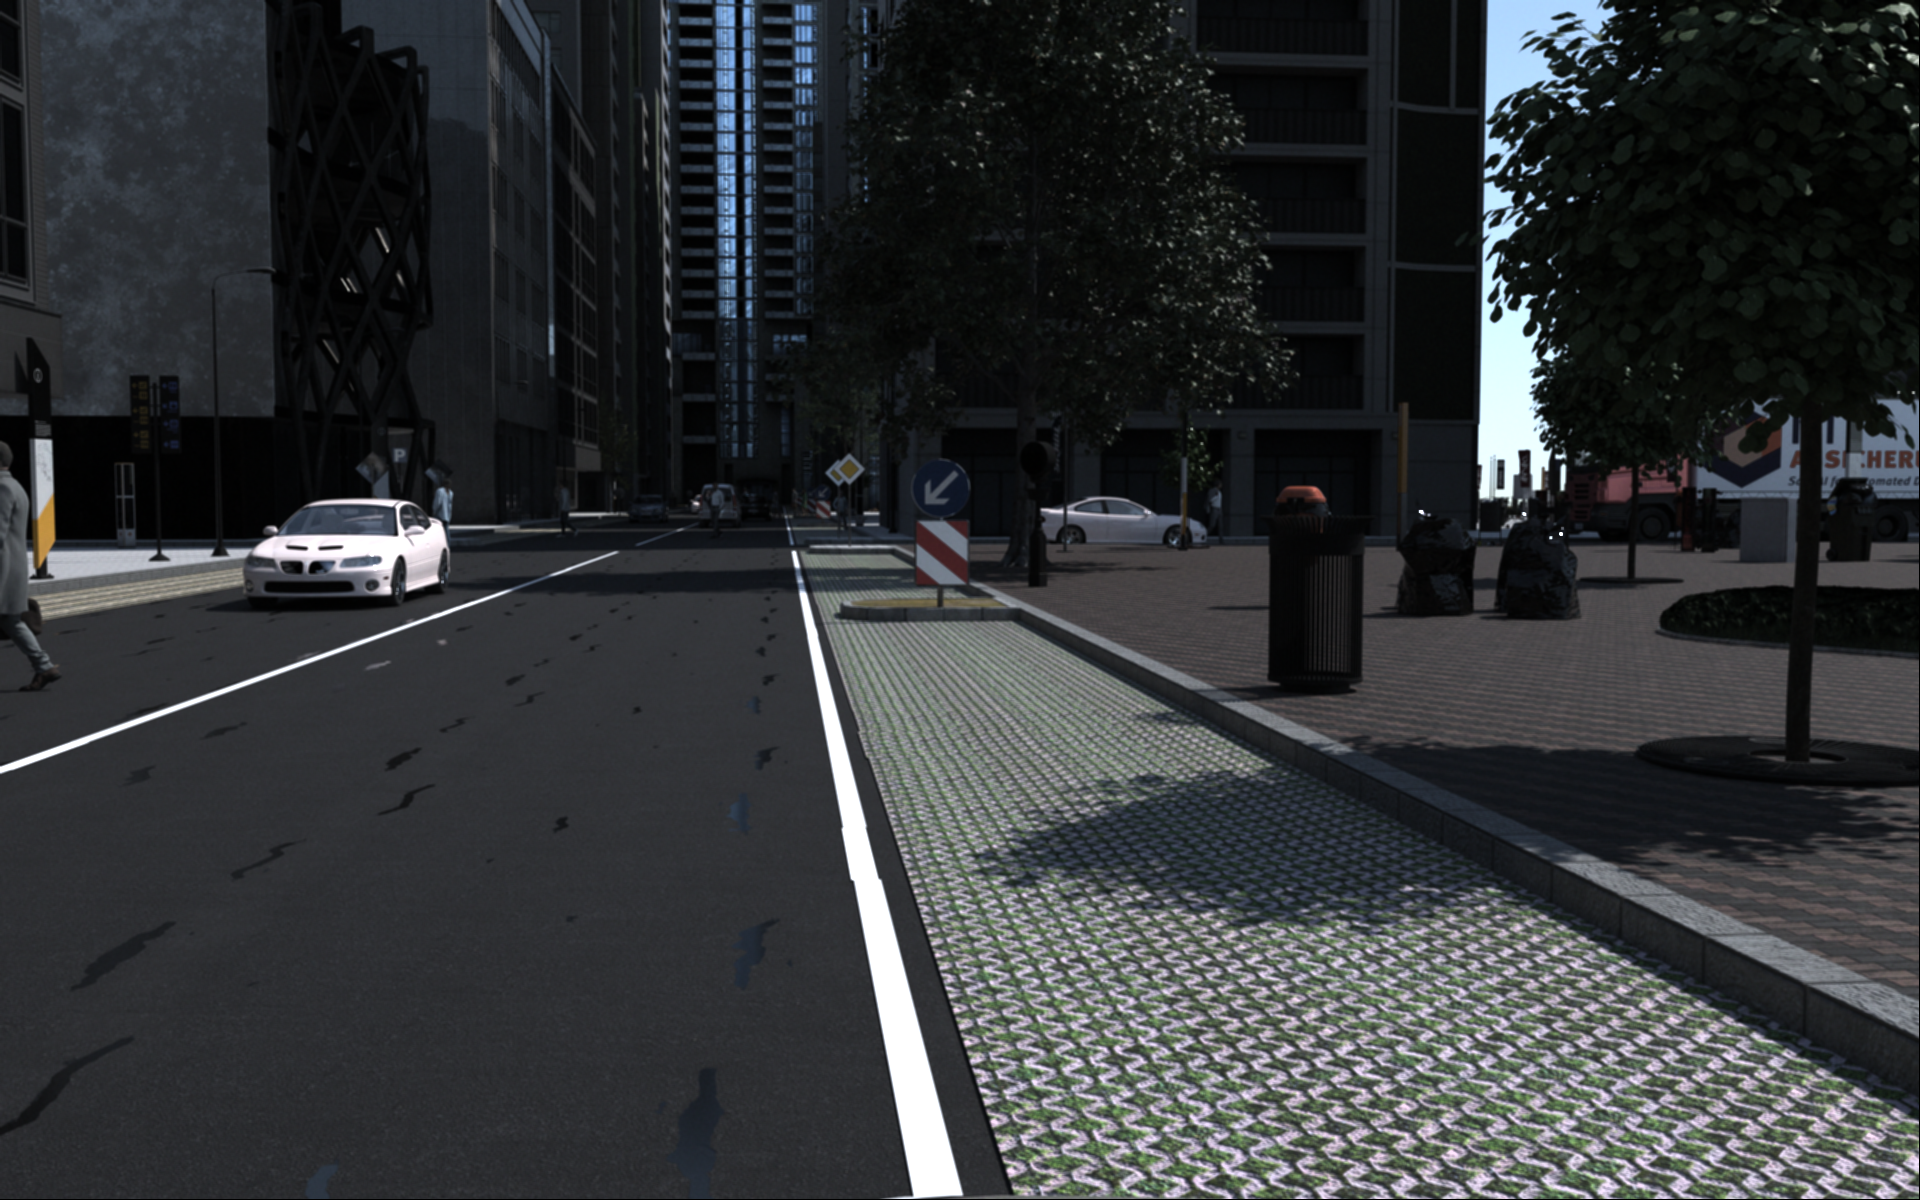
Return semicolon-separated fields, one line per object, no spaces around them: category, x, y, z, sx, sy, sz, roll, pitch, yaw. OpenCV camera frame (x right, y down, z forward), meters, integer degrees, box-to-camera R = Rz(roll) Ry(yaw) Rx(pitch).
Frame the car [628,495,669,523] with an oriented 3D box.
car;-15.615;-4.588;87.010;2.014;1.417;4.499;0;4;-6

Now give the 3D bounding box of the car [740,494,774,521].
car;-10.929;-5.040;92.192;2.009;1.686;4.222;0;4;-4

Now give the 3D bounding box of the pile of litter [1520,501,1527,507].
pile of litter;40.154;-6.755;124.408;1.176;0.858;1.719;2;4;29

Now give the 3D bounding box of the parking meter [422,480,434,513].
parking meter;-21.456;-3.923;69.856;0.399;1.863;0.255;0;4;-2

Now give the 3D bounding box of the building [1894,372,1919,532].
building;34.948;-23.036;60.235;14.086;41.232;14.154;0;4;-6

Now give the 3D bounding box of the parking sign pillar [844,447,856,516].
parking sign pillar;-6.378;-6.826;100.070;1.447;3.967;1.447;-1;4;-15

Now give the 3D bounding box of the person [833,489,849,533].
person;-4.382;-3.270;63.778;0.589;1.601;0.330;0;4;-7

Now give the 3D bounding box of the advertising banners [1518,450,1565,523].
advertising banners;22.908;-4.400;68.122;2.074;3.025;0.090;3;5;43

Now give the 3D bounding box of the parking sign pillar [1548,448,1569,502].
parking sign pillar;32.897;-6.571;95.907;1.447;3.967;1.447;1;4;9

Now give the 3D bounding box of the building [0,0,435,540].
building;-26.122;-11.529;55.958;16.820;18.784;16.811;0;4;-6

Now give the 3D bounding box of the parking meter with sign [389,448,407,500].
parking meter with sign;-21.686;-4.298;66.527;0.543;3.016;1.738;-2;4;-30

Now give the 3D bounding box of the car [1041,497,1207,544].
car;4.075;-2.023;45.439;4.827;1.381;2.083;0;4;-6

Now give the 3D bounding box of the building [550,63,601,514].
building;-29.706;-18.883;102.240;14.314;27.812;24.014;0;4;-6

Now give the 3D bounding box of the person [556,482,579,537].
person;-13.032;-3.004;57.468;0.795;1.843;0.661;0;4;-3

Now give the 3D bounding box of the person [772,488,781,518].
person;-10.840;-5.739;102.423;0.778;1.811;0.616;2;4;35

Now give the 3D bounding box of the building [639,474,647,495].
building;-43.606;-27.870;147.550;32.217;40.220;23.993;0;4;-6

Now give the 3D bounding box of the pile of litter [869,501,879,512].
pile of litter;-5.983;-6.721;123.850;1.176;0.858;1.719;1;4;14

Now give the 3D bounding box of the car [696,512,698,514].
car;-18.701;-7.089;128.481;1.945;1.354;3.894;0;4;-5

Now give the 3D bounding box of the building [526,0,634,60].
building;-31.840;-27.258;129.255;14.154;41.232;14.086;0;4;-6

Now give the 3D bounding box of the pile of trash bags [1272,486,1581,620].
pile of trash bags;5.104;-0.569;19.056;3.447;1.369;1.912;2;4;28

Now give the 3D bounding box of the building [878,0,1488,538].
building;7.868;-37.997;59.499;20.611;71.187;20.563;0;4;-6

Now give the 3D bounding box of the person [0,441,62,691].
person;-6.910;-0.233;12.416;0.767;1.812;0.694;-1;4;-18

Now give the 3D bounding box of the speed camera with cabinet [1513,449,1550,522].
speed camera with cabinet;25.505;-5.073;77.283;2.038;3.252;0.660;-3;4;-39

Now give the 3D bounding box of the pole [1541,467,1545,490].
pole;43.498;-8.281;129.240;0.158;3.312;0.155;0;3;0

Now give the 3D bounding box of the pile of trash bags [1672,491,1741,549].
pile of trash bags;18.587;-1.993;42.330;1.912;1.369;3.447;-1;4;-13

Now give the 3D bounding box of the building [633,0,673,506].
building;-45.609;-39.397;186.140;28.212;58.520;21.231;0;4;-6

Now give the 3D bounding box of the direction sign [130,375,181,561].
direction sign;-15.381;-2.518;33.173;0.876;3.537;0.379;-1;4;-9

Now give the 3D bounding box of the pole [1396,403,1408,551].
pole;9.905;-2.749;38.783;0.158;3.312;0.155;0;3;0

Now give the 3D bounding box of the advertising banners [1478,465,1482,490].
advertising banners;30.517;-6.570;103.613;0.090;3.025;2.074;-1;4;-23

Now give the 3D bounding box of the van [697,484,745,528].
van;-10.230;-4.091;73.893;2.013;2.044;4.112;0;4;-5

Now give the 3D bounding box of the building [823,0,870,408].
building;-3.098;-38.583;172.823;21.231;58.520;28.212;0;4;-6

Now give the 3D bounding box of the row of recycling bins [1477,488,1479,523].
row of recycling bins;21.826;-4.335;77.986;1.069;1.692;3.534;-3;4;-36

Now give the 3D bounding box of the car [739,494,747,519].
car;-13.062;-5.472;99.252;2.009;1.686;4.222;0;4;-7

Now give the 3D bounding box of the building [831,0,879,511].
building;-0.262;-50.723;141.990;22.319;86.520;31.000;0;4;-6

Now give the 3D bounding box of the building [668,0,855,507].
building;-29.563;-55.304;216.890;31.000;86.520;22.319;0;4;-6

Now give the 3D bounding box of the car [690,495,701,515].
car;-17.923;-6.691;121.764;2.083;1.381;4.827;0;4;-8

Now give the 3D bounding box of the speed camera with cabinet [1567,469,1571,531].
speed camera with cabinet;22.159;-4.026;60.161;2.038;3.252;0.660;1;4;20

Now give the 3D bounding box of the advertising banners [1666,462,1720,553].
advertising banners;16.352;-2.605;38.783;0.090;3.025;2.074;-1;4;-10

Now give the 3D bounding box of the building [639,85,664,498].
building;-36.588;-29.648;168.336;14.154;41.232;14.086;0;4;-6

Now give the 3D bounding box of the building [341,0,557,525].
building;-26.149;-16.012;79.820;12.078;24.808;19.932;0;4;-6

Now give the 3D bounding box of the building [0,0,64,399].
building;-20.186;-13.562;15.251;14.314;27.812;24.014;0;4;-6

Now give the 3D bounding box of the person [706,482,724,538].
person;-8.003;-2.933;56.556;0.679;1.850;0.850;2;4;23

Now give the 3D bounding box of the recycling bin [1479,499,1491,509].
recycling bin;28.335;-4.991;94.160;0.722;1.027;0.722;-3;4;-36

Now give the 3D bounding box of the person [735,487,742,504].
person;-11.457;-4.901;88.808;0.661;1.801;0.590;1;4;22

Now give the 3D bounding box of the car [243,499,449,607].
car;-8.204;-0.681;23.497;2.083;1.381;4.827;0;4;-5

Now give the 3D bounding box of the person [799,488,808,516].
person;-9.956;-6.253;110.986;0.529;1.795;0.600;-3;4;-36

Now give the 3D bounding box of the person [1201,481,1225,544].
person;6.973;-2.379;47.502;0.850;1.850;0.679;2;4;32

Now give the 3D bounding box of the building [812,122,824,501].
building;-9.491;-31.217;193.986;14.154;41.232;14.086;0;4;-6

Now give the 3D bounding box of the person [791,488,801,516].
person;-10.844;-6.412;113.462;0.853;1.813;0.709;-3;5;-41

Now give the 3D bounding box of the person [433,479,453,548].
person;-12.108;-1.947;40.603;0.793;1.790;0.793;-1;4;-10
